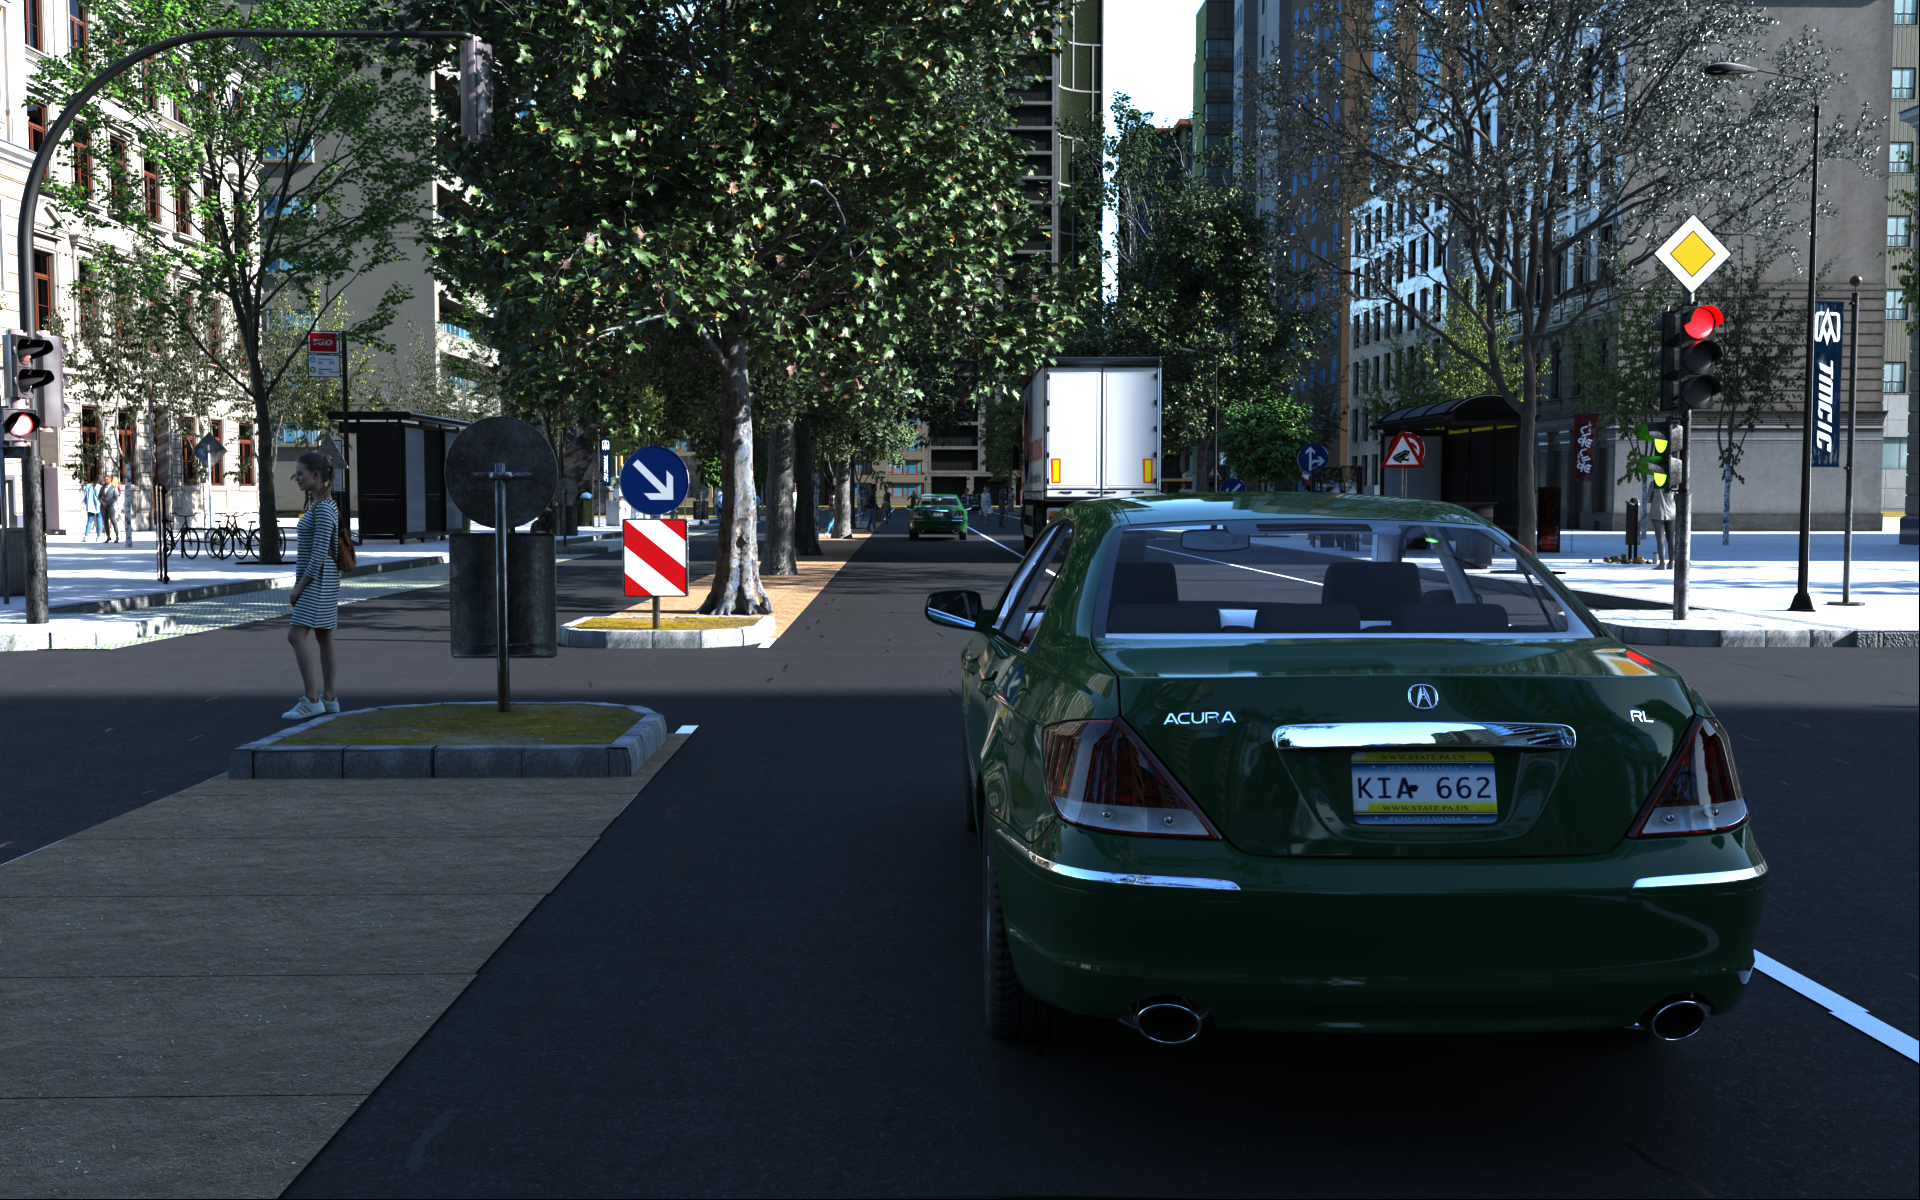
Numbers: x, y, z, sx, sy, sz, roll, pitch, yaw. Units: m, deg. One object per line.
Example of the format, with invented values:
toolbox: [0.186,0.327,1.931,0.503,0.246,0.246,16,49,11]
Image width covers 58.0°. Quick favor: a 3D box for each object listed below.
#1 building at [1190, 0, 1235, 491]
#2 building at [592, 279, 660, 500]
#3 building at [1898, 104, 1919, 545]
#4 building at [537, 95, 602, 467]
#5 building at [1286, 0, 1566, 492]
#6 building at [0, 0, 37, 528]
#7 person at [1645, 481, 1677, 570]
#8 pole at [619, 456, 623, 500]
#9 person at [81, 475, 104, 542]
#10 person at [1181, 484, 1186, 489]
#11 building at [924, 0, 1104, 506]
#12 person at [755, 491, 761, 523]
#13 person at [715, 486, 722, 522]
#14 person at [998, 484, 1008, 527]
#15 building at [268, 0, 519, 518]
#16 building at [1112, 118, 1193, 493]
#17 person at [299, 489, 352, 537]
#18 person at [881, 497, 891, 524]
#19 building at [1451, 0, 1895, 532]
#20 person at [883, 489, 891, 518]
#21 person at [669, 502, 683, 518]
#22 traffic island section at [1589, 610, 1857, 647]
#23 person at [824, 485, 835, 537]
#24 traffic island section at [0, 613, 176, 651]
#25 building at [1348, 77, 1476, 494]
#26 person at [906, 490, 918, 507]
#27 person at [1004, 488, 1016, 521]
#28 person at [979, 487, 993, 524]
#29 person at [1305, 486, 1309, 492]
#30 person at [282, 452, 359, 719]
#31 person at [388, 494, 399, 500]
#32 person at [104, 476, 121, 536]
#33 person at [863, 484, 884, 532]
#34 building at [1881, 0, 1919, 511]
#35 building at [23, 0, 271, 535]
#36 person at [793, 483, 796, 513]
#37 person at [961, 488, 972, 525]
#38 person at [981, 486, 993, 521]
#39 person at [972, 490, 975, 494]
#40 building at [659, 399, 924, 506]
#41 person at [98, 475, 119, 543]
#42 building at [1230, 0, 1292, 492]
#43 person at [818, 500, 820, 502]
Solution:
building: [26.567,-28.345,147.042,14.154,41.232,14.086,0,4,-2]
building: [-40.697,-25.948,195.946,14.107,30.474,14.160,0,4,-2]
building: [33.963,-15.376,37.309,20.117,28.700,13.634,0,4,-2]
building: [-45.513,-31.885,140.935,30.456,49.044,23.786,0,4,-2]
building: [28.302,-27.802,104.674,14.600,45.320,14.200,0,4,-2]
building: [-32.346,-15.499,39.318,13.634,28.700,20.117,0,4,-2]
person: [11.906,-1.419,29.425,0.537,1.800,0.526,1,4,9]
pole: [-17.966,-5.994,91.842,0.158,3.312,0.155,0,3,0]
person: [-23.231,-2.456,46.466,0.793,1.790,0.793,3,5,44]
person: [11.253,-4.979,87.671,0.641,1.798,0.478,3,4,38]
building: [6.034,-46.540,199.185,20.611,71.187,20.563,0,4,-2]
person: [-10.093,-4.608,85.649,0.330,1.601,0.589,-2,4,-34]
person: [-10.130,-3.948,73.314,0.793,1.790,0.793,0,4,-6]
person: [1.870,-4.049,74.513,0.447,1.846,0.655,0,4,-8]
building: [-39.020,-29.247,101.887,21.300,48.544,21.600,0,4,-2]
building: [31.202,-33.461,201.712,28.867,44.769,22.147,0,4,-2]
person: [-18.285,-2.664,49.820,1.509,1.804,0.699,-3,5,-40]
person: [-3.555,-4.300,83.071,0.475,1.303,0.640,-2,4,-27]
building: [26.698,-13.357,67.534,9.793,20.994,18.267,0,4,-2]
person: [-4.319,-5.666,101.585,0.683,1.767,0.568,3,5,43]
person: [-9.405,-2.975,57.340,0.583,1.804,0.606,-2,4,-25]
traffic island section: [7.371,0.283,17.662,2.009,0.180,2.903,0,4,-2]
person: [-4.229,-2.939,57.388,0.643,1.720,0.563,-1,4,-15]
traffic island section: [-9.163,0.313,17.171,2.009,0.180,2.903,0,4,-2]
building: [26.450,-14.088,85.086,10.420,20.320,16.860,0,4,-2]
person: [-3.646,-7.608,133.628,1.217,1.736,0.721,-3,5,-42]
person: [2.663,-5.118,92.518,0.599,1.781,0.374,3,5,40]
person: [1.253,-4.503,82.473,0.694,1.780,0.624,3,4,36]
person: [20.319,-5.825,102.068,0.721,1.735,1.217,2,4,25]
person: [-4.185,-0.109,11.281,0.522,1.701,0.512,-2,4,-28]
person: [-27.319,-4.737,83.463,0.822,1.834,0.622,1,4,19]
person: [-26.150,-2.895,53.354,0.580,1.828,0.573,-2,4,-27]
person: [-3.257,-3.478,65.352,0.713,1.824,0.794,2,4,30]
building: [61.440,-33.775,141.452,27.495,52.752,28.713,0,4,-2]
building: [-33.068,-13.696,60.089,11.583,22.565,21.152,0,4,-2]
person: [-5.171,-2.699,53.118,0.515,1.767,0.782,2,4,29]
person: [0.220,-4.358,80.583,0.643,1.720,0.563,2,4,32]
person: [1.415,-5.116,92.011,0.638,1.841,0.748,-2,4,-30]
person: [1.222,-8.270,144.427,0.721,1.735,1.217,-3,5,-40]
building: [-18.798,-21.887,202.890,28.899,21.520,27.650,0,4,-2]
person: [-22.392,-2.397,45.512,0.520,1.790,0.573,-1,4,-18]
building: [30.544,-35.689,125.515,21.231,58.520,28.212,0,4,-2]
person: [-9.752,-6.338,112.115,1.348,1.826,0.705,-2,4,-23]
